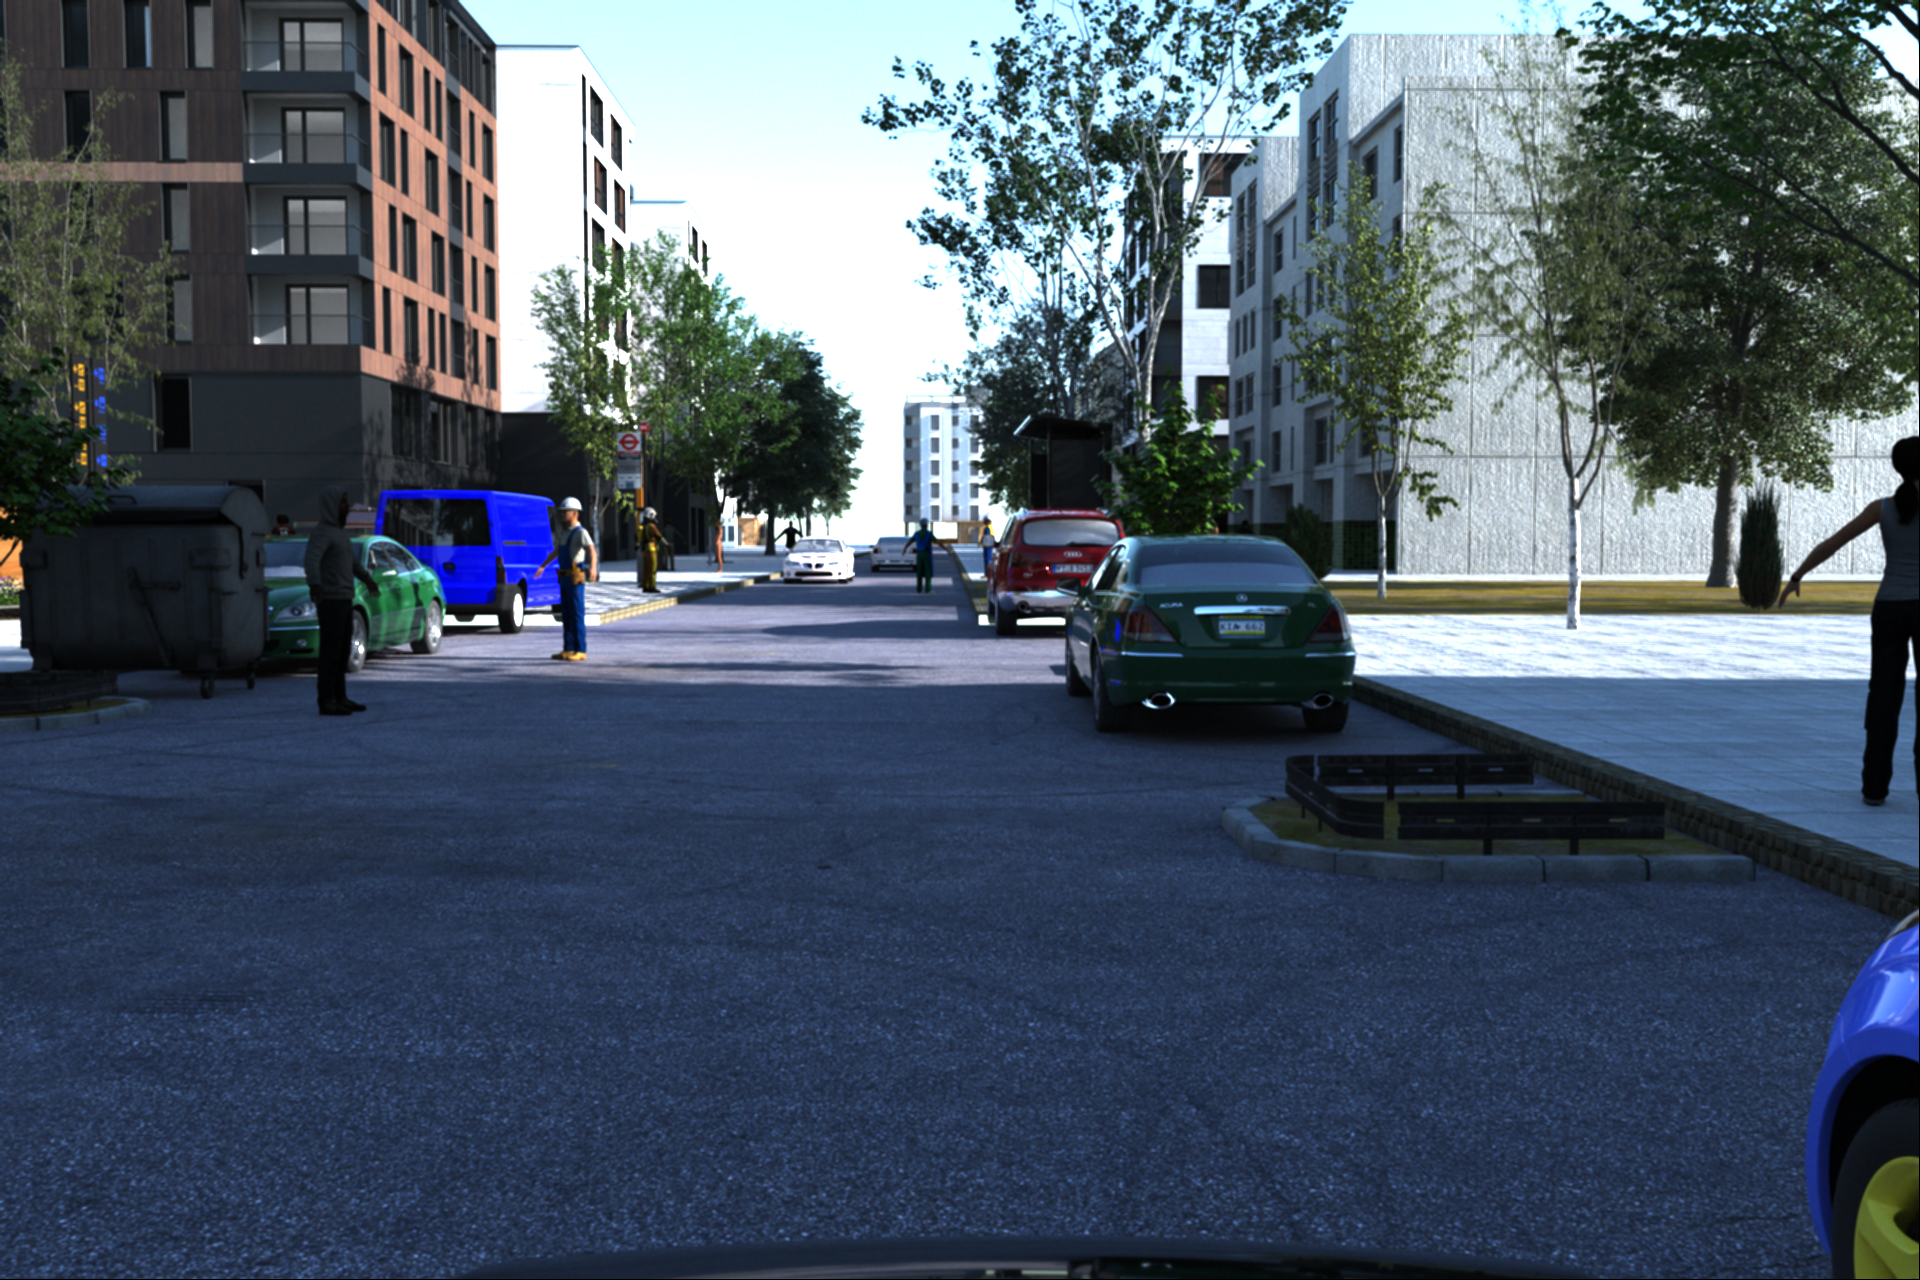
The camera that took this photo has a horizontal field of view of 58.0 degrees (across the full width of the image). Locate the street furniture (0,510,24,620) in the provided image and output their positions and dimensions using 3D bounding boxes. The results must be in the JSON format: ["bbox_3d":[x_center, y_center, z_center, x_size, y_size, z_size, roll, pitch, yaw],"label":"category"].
[{"bbox_3d":[-16.470,-1.245,27.217,11.010,1.723,9.812,2,4,25],"label":"street furniture"}]

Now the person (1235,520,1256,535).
[{"bbox_3d":[9.327,-3.043,56.476,1.216,1.740,0.721,2,4,28],"label":"person"}]

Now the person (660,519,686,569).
[{"bbox_3d":[-10.218,-3.329,60.701,1.348,1.796,0.705,-2,4,-28],"label":"person"}]

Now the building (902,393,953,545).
[{"bbox_3d":[-7.140,-22.312,223.677,11.380,20.090,16.016,0,4,2],"label":"building"}]

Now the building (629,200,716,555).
[{"bbox_3d":[-30.616,-15.907,104.047,27.936,21.610,32.646,0,4,-1],"label":"building"}]

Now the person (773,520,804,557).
[{"bbox_3d":[-6.392,-3.627,65.529,1.346,1.802,0.704,-1,4,-11],"label":"person"}]

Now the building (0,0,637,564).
[{"bbox_3d":[-29.789,-13.844,70.329,27.936,21.610,32.646,0,4,-1],"label":"building"}]

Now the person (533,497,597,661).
[{"bbox_3d":[-4.442,-0.697,19.716,0.705,1.847,1.347,-3,5,-41],"label":"person"}]

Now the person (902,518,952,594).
[{"bbox_3d":[-0.840,-2.027,41.717,1.347,1.817,0.704,2,4,29],"label":"person"}]

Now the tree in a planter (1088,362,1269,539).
[{"bbox_3d":[2.237,-1.273,18.042,1.991,3.239,1.994,0,4,-1],"label":"tree in a planter"}]

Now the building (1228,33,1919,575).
[{"bbox_3d":[21.960,-12.455,70.100,16.747,18.905,31.486,0,4,-1],"label":"building"}]

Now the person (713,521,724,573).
[{"bbox_3d":[-8.097,-3.106,57.592,0.721,1.733,1.217,-1,4,-13],"label":"person"}]

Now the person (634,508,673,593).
[{"bbox_3d":[-6.743,-1.956,37.746,0.705,1.858,1.354,-3,5,-44],"label":"person"}]

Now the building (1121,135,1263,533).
[{"bbox_3d":[23.568,-16.003,105.625,27.936,21.610,32.646,0,4,-1],"label":"building"}]

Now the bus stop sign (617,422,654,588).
[{"bbox_3d":[-7.754,-3.225,41.436,0.855,3.939,0.416,0,4,1],"label":"bus stop sign"}]

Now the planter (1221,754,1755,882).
[{"bbox_3d":[2.280,0.796,8.125,1.991,0.319,1.994,0,4,-1],"label":"planter"}]

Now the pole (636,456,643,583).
[{"bbox_3d":[-8.345,-3.138,45.156,0.158,3.312,0.155,0,3,0],"label":"pole"}]

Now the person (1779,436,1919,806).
[{"bbox_3d":[4.498,-0.083,8.161,1.217,1.737,0.721,3,5,40],"label":"person"}]

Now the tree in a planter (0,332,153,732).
[{"bbox_3d":[-7.479,-0.986,13.342,1.991,3.239,1.994,0,4,0],"label":"tree in a planter"}]

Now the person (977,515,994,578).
[{"bbox_3d":[0.774,-2.719,50.418,0.705,1.833,1.349,1,4,14],"label":"person"}]

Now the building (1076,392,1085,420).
[{"bbox_3d":[22.003,-22.015,190.877,19.493,23.208,18.063,0,3,0],"label":"building"}]

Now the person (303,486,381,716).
[{"bbox_3d":[-4.959,-0.320,13.819,0.705,1.813,1.348,0,4,1],"label":"person"}]

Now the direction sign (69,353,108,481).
[{"bbox_3d":[-11.100,-1.844,22.140,0.379,3.537,0.876,0,4,-1],"label":"direction sign"}]

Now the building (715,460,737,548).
[{"bbox_3d":[-26.336,-13.930,169.902,9.099,9.664,28.070,0,4,0],"label":"building"}]

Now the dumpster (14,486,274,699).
[{"bbox_3d":[-7.260,-0.444,15.475,1.865,1.857,1.264,0,4,-1],"label":"dumpster"}]

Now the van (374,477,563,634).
[{"bbox_3d":[-7.279,-1.354,26.521,2.240,2.365,5.245,0,4,-1],"label":"van"}]

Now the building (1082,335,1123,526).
[{"bbox_3d":[21.089,-19.754,153.901,19.493,23.208,18.063,0,4,-1],"label":"building"}]

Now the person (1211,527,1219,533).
[{"bbox_3d":[4.717,-1.390,31.994,0.991,1.433,0.599,0,4,-6],"label":"person"}]

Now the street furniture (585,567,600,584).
[{"bbox_3d":[-14.342,-1.717,43.696,10.072,0.657,5.734,0,4,-5],"label":"street furniture"}]

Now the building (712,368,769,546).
[{"bbox_3d":[-26.784,-20.235,187.265,16.016,20.090,11.380,0,4,0],"label":"building"}]

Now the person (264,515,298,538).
[{"bbox_3d":[-18.985,-2.595,48.569,1.345,1.843,0.704,-2,4,-32],"label":"person"}]
